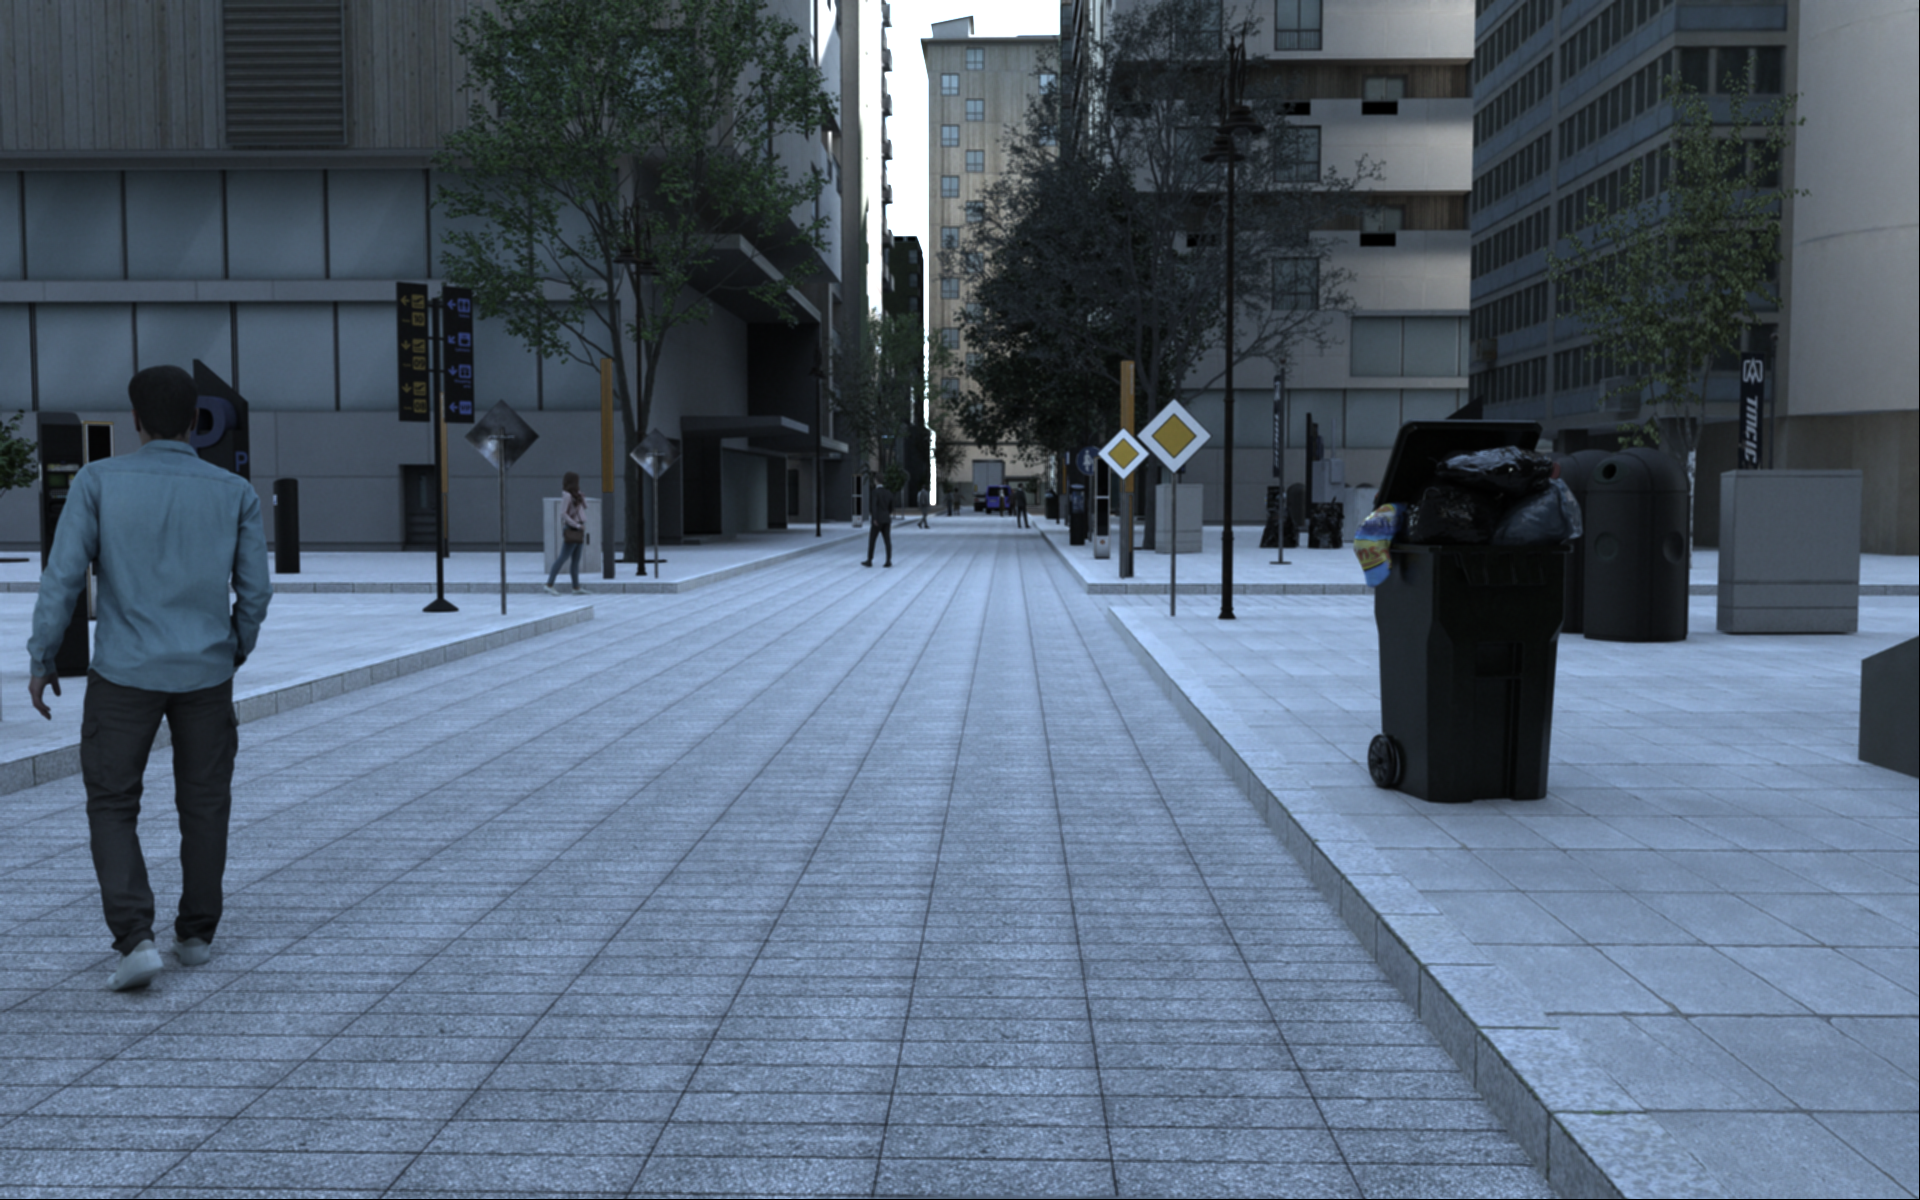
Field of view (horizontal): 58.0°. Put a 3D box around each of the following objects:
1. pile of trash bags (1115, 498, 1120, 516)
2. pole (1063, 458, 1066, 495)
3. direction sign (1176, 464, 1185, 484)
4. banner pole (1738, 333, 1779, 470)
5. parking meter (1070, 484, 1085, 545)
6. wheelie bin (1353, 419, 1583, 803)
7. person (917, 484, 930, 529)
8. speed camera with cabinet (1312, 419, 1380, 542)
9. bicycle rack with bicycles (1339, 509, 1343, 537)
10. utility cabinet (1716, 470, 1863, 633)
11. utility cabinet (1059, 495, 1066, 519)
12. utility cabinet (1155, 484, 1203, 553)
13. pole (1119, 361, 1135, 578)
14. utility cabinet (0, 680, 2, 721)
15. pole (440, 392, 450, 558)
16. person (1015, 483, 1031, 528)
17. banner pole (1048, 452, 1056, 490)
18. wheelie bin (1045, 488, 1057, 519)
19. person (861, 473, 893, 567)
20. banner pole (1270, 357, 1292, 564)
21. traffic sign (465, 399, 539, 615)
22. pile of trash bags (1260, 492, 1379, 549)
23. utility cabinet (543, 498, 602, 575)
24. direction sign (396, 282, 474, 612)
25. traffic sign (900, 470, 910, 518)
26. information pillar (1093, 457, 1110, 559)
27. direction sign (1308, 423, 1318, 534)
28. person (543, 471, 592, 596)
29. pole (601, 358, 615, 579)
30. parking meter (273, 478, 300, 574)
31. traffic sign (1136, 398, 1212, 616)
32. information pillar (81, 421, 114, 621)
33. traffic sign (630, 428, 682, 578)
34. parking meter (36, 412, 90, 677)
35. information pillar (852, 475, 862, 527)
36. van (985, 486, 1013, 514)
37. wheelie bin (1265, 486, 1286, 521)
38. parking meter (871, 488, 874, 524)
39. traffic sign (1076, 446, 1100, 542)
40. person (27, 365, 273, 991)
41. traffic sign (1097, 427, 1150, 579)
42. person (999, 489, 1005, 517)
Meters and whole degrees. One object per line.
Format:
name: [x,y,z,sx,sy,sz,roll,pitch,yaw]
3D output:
pile of trash bags: [10.649,-5.459,99.010,3.447,1.369,1.912,0,4,-6]
pole: [5.944,-6.405,98.561,0.158,3.312,0.155,0,3,0]
direction sign: [8.418,-4.543,66.269,0.379,3.537,0.876,-1,4,-17]
banner pole: [12.427,-2.258,26.936,0.863,3.779,0.401,-1,4,-17]
parking meter: [2.949,-2.145,43.475,0.372,1.533,0.369,0,3,0]
wheelie bin: [2.203,0.030,7.412,0.980,1.594,0.693,-1,4,-12]
person: [-1.486,-3.881,72.048,0.679,1.850,0.850,3,5,41]
speed camera with cabinet: [10.300,-3.156,45.936,2.038,3.252,0.660,-2,4,-29]
bicycle rack with bicycles: [11.545,-2.262,50.372,2.852,0.926,2.925,-1,4,-18]
utility cabinet: [7.604,-0.442,15.902,1.173,1.500,0.318,0,4,-2]
utility cabinet: [5.193,-4.852,90.494,1.020,1.237,0.306,-2,4,-24]
utility cabinet: [4.733,-1.761,37.477,1.173,1.500,0.318,-3,5,-40]
pole: [2.566,-2.003,26.593,0.158,3.312,0.155,0,3,0]
utility cabinet: [-5.944,0.086,9.752,1.020,1.237,0.306,1,4,12]
pole: [-10.377,-2.500,34.725,0.158,3.312,0.155,0,3,0]
person: [2.643,-4.003,73.316,0.648,1.900,0.474,3,5,41]
banner pole: [5.044,-6.492,96.164,0.401,3.779,0.863,-2,4,-34]
wheelie bin: [4.670,-4.939,88.655,0.693,1.594,0.980,0,4,-2]
person: [-1.619,-1.573,33.997,0.659,1.850,0.755,-3,5,-41]
banner pole: [5.882,-2.566,31.976,0.401,3.779,0.863,0,4,-4]
traffic sign: [-4.855,-0.902,18.383,0.795,2.450,0.064,0,4,2]
pile of trash bags: [8.804,-1.927,41.265,3.447,1.369,1.912,2,4,32]
utility cabinet: [-6.259,-1.032,28.033,0.306,1.237,1.020,2,4,33]
direction sign: [-5.690,-1.644,18.869,0.876,3.537,0.379,-3,5,-44]
traffic sign: [-2.962,-5.484,89.762,0.768,2.556,0.104,0,4,4]
information pillar: [2.806,-1.820,34.244,0.304,2.012,0.304,0,4,-1]
direction sign: [11.371,-3.886,55.526,0.379,3.537,0.876,1,4,21]
person: [-5.577,-0.946,24.565,0.643,1.750,0.593,0,4,-4]
pole: [-5.317,-1.976,26.151,0.158,3.312,0.155,0,3,0]
parking meter: [-10.903,-1.201,28.041,0.372,1.533,0.369,0,3,0]
traffic sign: [2.236,-0.888,18.162,0.795,2.450,0.064,0,4,2]
information pillar: [-8.830,-0.806,17.665,0.304,2.012,0.304,3,4,36]
traffic sign: [-4.629,-1.390,26.365,0.795,2.450,0.064,0,4,2]
parking meter: [-6.322,-0.397,12.209,0.255,1.863,0.399,-2,4,-33]
information pillar: [-3.951,-3.797,66.568,0.304,2.012,0.304,-2,4,-26]
van: [2.893,-7.481,126.692,2.240,2.365,5.245,0,4,3]
wheelie bin: [12.474,-3.694,68.311,0.980,1.594,0.693,1,4,20]
parking meter: [-3.578,-3.960,73.150,0.372,1.533,0.369,0,3,0]
traffic sign: [3.497,-2.829,46.367,0.768,2.556,0.104,0,4,8]
person: [-2.387,0.206,5.153,0.660,1.820,0.620,-3,4,-37]
traffic sign: [2.462,-1.376,26.144,0.795,2.450,0.064,0,4,2]
person: [2.731,-6.132,109.481,0.721,1.736,1.217,0,4,3]
